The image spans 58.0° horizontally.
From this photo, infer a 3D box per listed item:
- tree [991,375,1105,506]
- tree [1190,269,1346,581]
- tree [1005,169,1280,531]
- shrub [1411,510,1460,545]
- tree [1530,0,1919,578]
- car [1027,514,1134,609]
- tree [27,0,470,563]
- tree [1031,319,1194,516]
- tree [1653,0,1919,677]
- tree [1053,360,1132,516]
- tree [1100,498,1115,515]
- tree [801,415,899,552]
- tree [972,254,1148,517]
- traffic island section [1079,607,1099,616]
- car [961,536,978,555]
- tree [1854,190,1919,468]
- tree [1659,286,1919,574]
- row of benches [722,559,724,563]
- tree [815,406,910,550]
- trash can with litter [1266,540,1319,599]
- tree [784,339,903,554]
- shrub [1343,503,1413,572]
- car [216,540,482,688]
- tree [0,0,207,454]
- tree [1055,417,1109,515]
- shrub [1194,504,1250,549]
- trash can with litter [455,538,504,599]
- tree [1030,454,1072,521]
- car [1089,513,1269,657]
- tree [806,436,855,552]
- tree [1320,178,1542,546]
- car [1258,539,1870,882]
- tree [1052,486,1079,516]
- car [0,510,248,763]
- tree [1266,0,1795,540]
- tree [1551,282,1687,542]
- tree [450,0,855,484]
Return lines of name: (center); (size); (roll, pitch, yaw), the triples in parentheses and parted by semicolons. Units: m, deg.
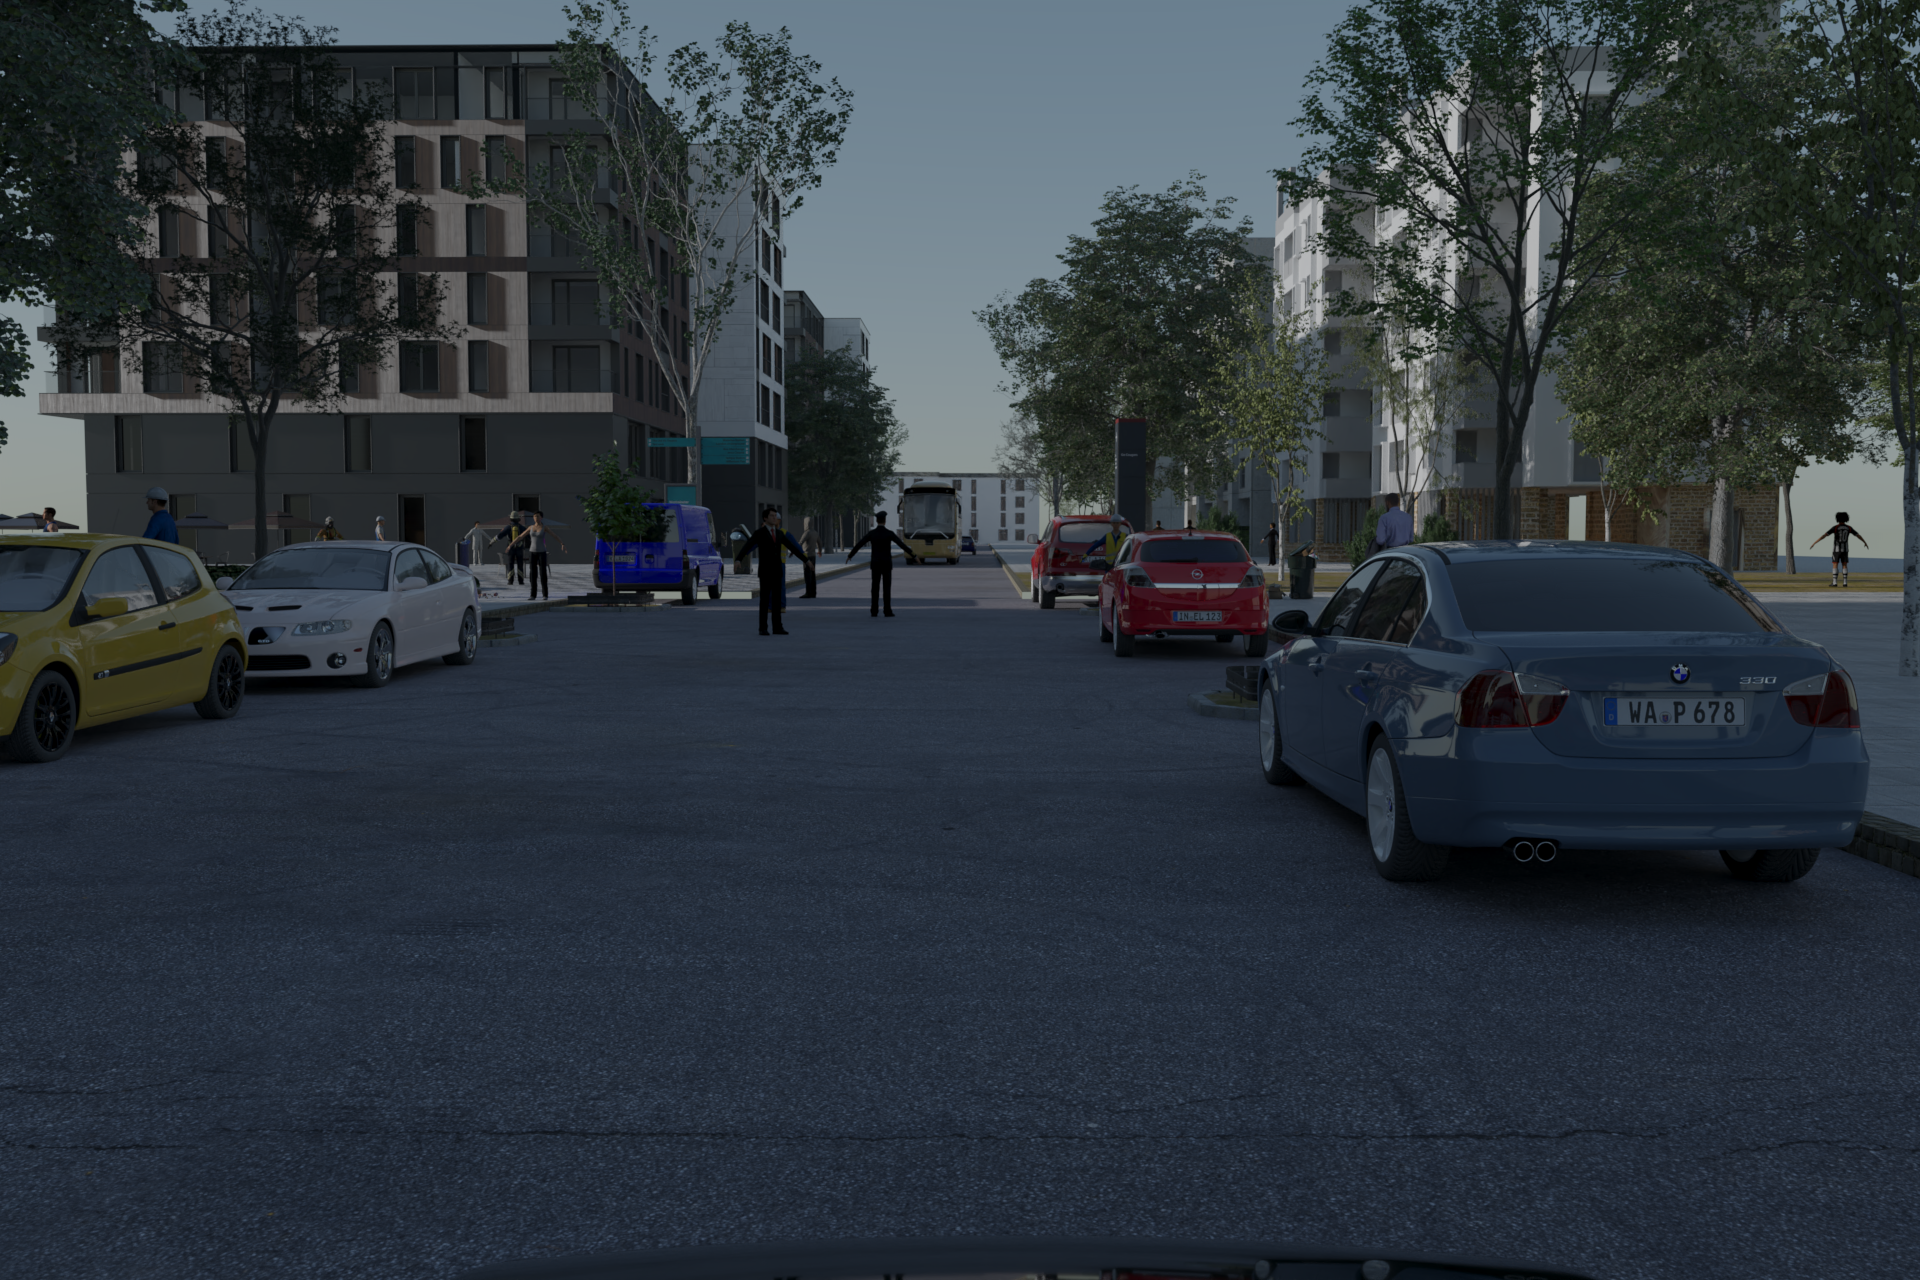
tree: (7.389, -13.584, 132.463); (12.009, 13.543, 11.850); (0, 3, 0)
tree: (8.642, -5.923, 47.210); (4.737, 8.622, 4.395); (0, 3, 0)
tree: (6.467, -9.446, 61.094); (9.857, 13.997, 8.962); (0, 3, 0)
shrub: (14.623, -2.998, 53.438); (1.690, 2.028, 1.600); (0, 3, 0)
tree: (18.273, -8.242, 41.418); (9.857, 13.997, 8.962); (0, 3, 0)
car: (2.516, -1.591, 34.689); (2.281, 1.827, 5.304); (0, 4, 0)
tree: (-12.490, -5.856, 30.151); (8.767, 10.594, 7.601); (1, 4, 9)
tree: (7.077, -9.387, 79.232); (9.928, 11.665, 9.643); (0, 3, 0)
tree: (8.415, -3.967, 15.221); (4.737, 8.622, 4.395); (0, 3, 0)
tree: (6.115, -7.414, 71.574); (4.360, 8.622, 3.978); (0, 3, 0)
tree: (22.356, -18.274, 233.187); (7.601, 10.594, 8.767); (1, 4, 9)
tree: (-8.572, -11.787, 127.129); (8.767, 10.594, 7.601); (0, 4, 4)
tree: (7.478, -16.014, 117.710); (12.611, 20.169, 13.585); (0, 3, 0)
traffic island section: (3.146, -0.498, 31.008); (1.991, 0.108, 1.994); (0, 4, 1)
car: (0.254, -6.527, 119.298); (1.945, 1.354, 3.894); (0, 4, 1)
tree: (27.592, -7.839, 46.292); (7.486, 12.596, 7.792); (0, 3, 0)
tree: (26.553, -7.393, 55.285); (8.767, 10.594, 7.601); (0, 4, 2)
row of benches: (-8.498, -2.139, 50.431); (1.422, 0.672, 4.104); (2, 4, 34)
tree: (-8.156, -12.994, 138.201); (9.928, 11.665, 9.643); (0, 3, 0)
trash can with litter: (6.495, -1.387, 34.069); (1.055, 1.170, 0.624); (0, 4, 1)
tree: (-8.633, -12.577, 112.296); (9.857, 13.997, 8.962); (0, 3, 0)
shrub: (10.091, -2.278, 41.661); (1.690, 2.028, 1.600); (0, 3, 0)
car: (-6.294, -0.323, 17.645); (2.083, 1.381, 4.827); (0, 4, 0)
tree: (-13.048, -6.873, 19.037); (9.857, 13.997, 8.962); (0, 3, 0)
tree: (7.276, -9.242, 101.469); (4.737, 8.622, 4.395); (0, 3, 0)
shrub: (6.113, -2.249, 41.192); (1.690, 2.028, 1.600); (0, 3, 0)
trash can with litter: (-9.949, -1.489, 35.402); (1.678, 1.210, 2.233); (0, 4, 0)
tree: (7.217, -11.747, 142.419); (4.360, 8.622, 3.978); (0, 3, 0)
car: (2.717, -0.773, 21.673); (2.155, 1.783, 4.494); (0, 4, 1)
tree: (-8.410, -10.427, 120.847); (4.360, 8.622, 3.978); (0, 3, 0)
tree: (9.060, -5.217, 35.655); (4.360, 8.622, 3.978); (0, 3, 0)
car: (2.610, 0.219, 8.428); (2.014, 1.417, 4.499); (0, 4, 0)
tree: (14.810, -17.166, 231.025); (4.360, 8.622, 3.978); (0, 3, 0)
car: (-6.523, -0.113, 12.069); (2.015, 1.641, 3.980); (0, 4, 1)
tree: (8.898, -6.230, 27.616); (9.928, 11.665, 9.643); (0, 3, 0)
tree: (18.958, -6.101, 50.112); (4.737, 8.622, 4.395); (0, 3, 0)
tree: (-10.730, -12.540, 60.924); (12.611, 20.169, 13.585); (0, 3, 0)
